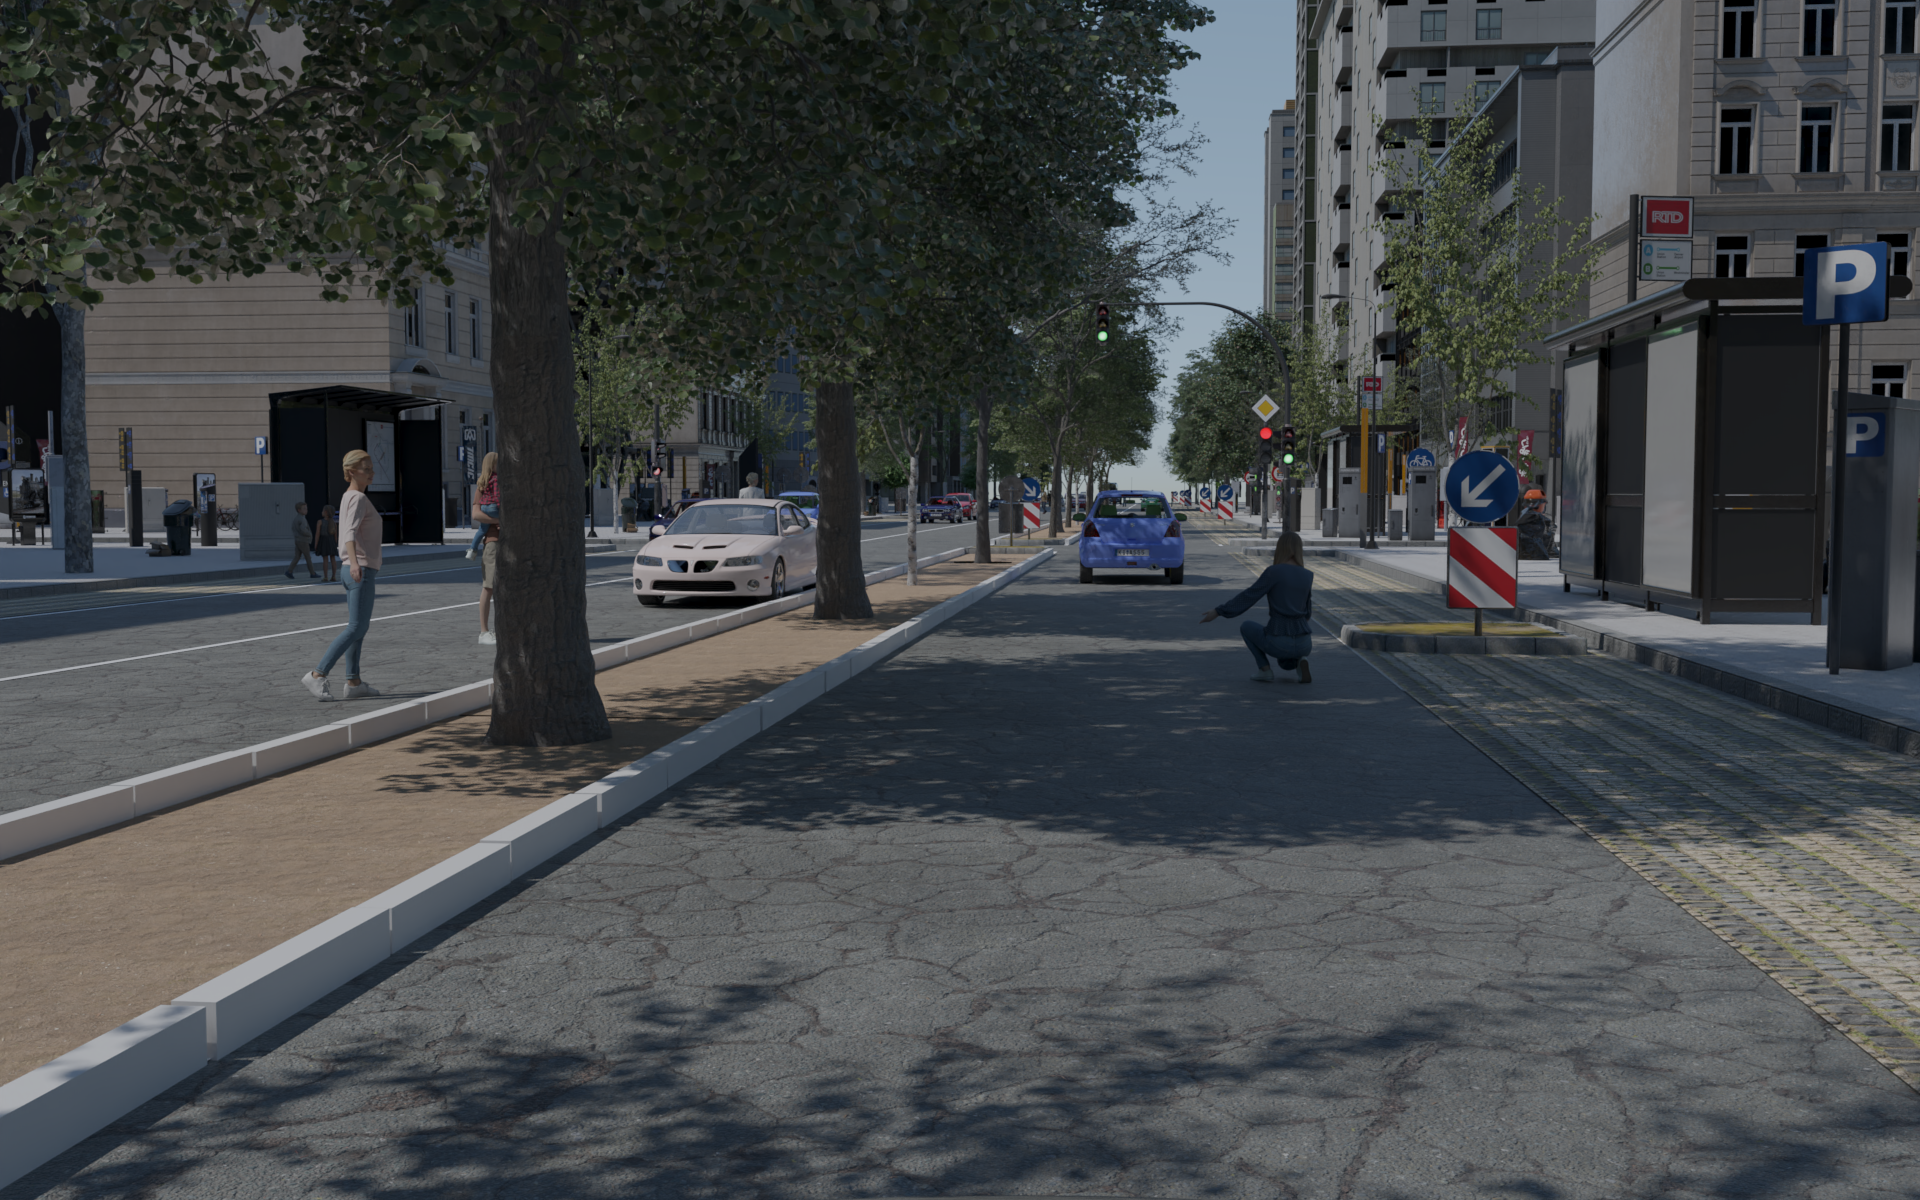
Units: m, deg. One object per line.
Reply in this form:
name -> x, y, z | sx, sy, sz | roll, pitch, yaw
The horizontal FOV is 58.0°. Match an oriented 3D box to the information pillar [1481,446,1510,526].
information pillar -> 8.227, -1.357, 26.674 | 0.304, 2.012, 0.304 | -1, 4, -23

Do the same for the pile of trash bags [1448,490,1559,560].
pile of trash bags -> 11.238, -1.542, 34.961 | 1.912, 1.369, 3.447 | 2, 4, 31

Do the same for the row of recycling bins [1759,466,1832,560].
row of recycling bins -> 12.697, -1.131, 25.613 | 1.069, 1.692, 3.534 | 0, 4, 8

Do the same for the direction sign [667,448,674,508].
direction sign -> -14.354, -5.745, 85.932 | 0.379, 3.537, 0.876 | 1, 4, 10

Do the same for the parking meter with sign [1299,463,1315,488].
parking meter with sign -> 19.318, -6.058, 95.309 | 0.543, 3.016, 1.738 | -1, 4, -16

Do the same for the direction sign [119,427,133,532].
direction sign -> -28.408, -4.101, 59.045 | 0.876, 3.537, 0.379 | 3, 4, 38

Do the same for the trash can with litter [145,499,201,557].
trash can with litter -> -16.261, -1.491, 35.761 | 0.624, 1.170, 1.055 | 1, 4, 16

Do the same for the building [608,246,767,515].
building -> -19.750, -15.390, 116.258 | 10.561, 19.102, 19.286 | 0, 4, 6

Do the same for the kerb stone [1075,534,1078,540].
kerb stone -> 3.414, -1.844, 52.337 | 0.120, 0.150, 1.000 | 0, 4, 6

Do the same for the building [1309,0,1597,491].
building -> 49.934, -35.566, 170.746 | 28.713, 52.752, 27.495 | 0, 4, 6

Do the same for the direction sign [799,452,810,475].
direction sign -> -8.311, -6.152, 92.580 | 0.379, 3.537, 0.876 | -3, 5, -42

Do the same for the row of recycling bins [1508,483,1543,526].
row of recycling bins -> 20.116, -3.427, 63.148 | 3.534, 1.692, 1.069 | -3, 5, -40

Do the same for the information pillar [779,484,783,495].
information pillar -> -12.814, -7.365, 124.909 | 0.304, 2.012, 0.304 | -3, 5, -40

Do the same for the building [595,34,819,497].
building -> -22.231, -36.665, 141.466 | 21.231, 58.520, 28.212 | 0, 4, 6

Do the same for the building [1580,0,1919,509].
building -> 36.456, -16.174, 61.710 | 25.104, 27.353, 12.463 | 0, 4, 6

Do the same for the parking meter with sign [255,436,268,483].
parking meter with sign -> -20.663, -3.480, 53.156 | 0.543, 3.016, 1.738 | 2, 4, 35

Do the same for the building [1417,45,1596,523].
building -> 33.316, -16.579, 90.134 | 14.314, 24.678, 30.058 | 0, 4, 6

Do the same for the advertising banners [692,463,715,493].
advertising banners -> -15.066, -6.335, 99.768 | 2.074, 3.025, 0.090 | -2, 4, -28

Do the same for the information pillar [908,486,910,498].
information pillar -> -3.477, -7.955, 121.424 | 0.183, 3.616, 0.504 | 2, 4, 30

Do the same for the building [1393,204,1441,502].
building -> 35.873, -17.347, 113.300 | 12.332, 23.373, 15.834 | 0, 4, 6

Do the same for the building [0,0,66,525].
building -> -46.096, -14.740, 70.671 | 15.834, 23.373, 12.332 | 0, 4, 6

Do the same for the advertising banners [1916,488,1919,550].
advertising banners -> 19.819, -2.506, 37.154 | 2.074, 3.025, 0.090 | 0, 4, 5

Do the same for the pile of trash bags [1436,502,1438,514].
pile of trash bags -> 23.311, -4.587, 84.751 | 3.447, 1.369, 1.912 | 0, 4, -7

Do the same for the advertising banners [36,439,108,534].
advertising banners -> -28.543, -3.639, 55.689 | 0.090, 3.025, 2.074 | 3, 5, 45

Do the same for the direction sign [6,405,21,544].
direction sign -> -24.418, -3.219, 44.628 | 0.379, 3.537, 0.876 | -3, 5, -39

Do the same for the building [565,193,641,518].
building -> -26.182, -13.810, 93.239 | 16.820, 18.784, 16.811 | 0, 4, 6

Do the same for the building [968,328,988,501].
building -> -3.104, -36.366, 278.183 | 14.154, 41.232, 14.086 | 0, 4, 6

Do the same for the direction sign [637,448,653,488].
direction sign -> -15.639, -5.752, 86.044 | 0.876, 3.537, 0.379 | -3, 4, -37

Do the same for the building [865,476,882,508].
building -> -24.491, -29.179, 168.951 | 32.217, 40.220, 23.993 | 0, 4, 6

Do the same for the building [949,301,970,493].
building -> -6.066, -37.558, 264.184 | 14.600, 45.320, 14.200 | 0, 4, 6

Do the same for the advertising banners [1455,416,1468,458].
advertising banners -> 11.458, -2.574, 38.274 | 0.090, 3.025, 2.074 | -1, 4, -11

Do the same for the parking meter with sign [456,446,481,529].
parking meter with sign -> -17.350, -4.067, 62.764 | 1.738, 3.016, 0.543 | 2, 4, 24

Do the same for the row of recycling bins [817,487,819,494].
row of recycling bins -> -7.599, -5.580, 98.352 | 1.069, 1.692, 3.534 | -2, 4, -28

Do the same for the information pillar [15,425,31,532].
information pillar -> -31.467, -4.086, 58.153 | 0.504, 3.616, 0.183 | -2, 4, -28

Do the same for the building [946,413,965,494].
building -> -9.979, -49.407, 246.053 | 20.563, 71.187, 20.611 | 0, 4, 6

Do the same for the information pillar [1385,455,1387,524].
information pillar -> 18.364, -5.137, 75.346 | 0.504, 3.616, 0.183 | -3, 4, -36

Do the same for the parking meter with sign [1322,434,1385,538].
parking meter with sign -> 11.478, -3.328, 50.671 | 1.738, 3.016, 0.543 | 2, 4, 35

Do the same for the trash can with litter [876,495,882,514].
trash can with litter -> -5.855, -6.091, 110.649 | 2.233, 1.210, 1.678 | -1, 4, -17

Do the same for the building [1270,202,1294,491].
building -> 50.904, -34.267, 243.852 | 14.154, 41.232, 14.086 | 0, 4, 6

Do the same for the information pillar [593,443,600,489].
information pillar -> -15.123, -4.943, 72.177 | 0.183, 3.616, 0.504 | 1, 4, 14

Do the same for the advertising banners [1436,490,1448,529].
advertising banners -> 17.767, -4.133, 63.756 | 0.090, 3.025, 2.074 | -2, 4, -34

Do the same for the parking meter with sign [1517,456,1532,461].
parking meter with sign -> 22.368, -4.479, 69.485 | 0.543, 3.016, 1.738 | 2, 4, 35

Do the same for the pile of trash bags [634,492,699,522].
pile of trash bags -> -13.760, -4.377, 81.312 | 3.447, 1.369, 1.912 | 0, 4, -8

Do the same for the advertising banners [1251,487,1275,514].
advertising banners -> 19.615, -7.026, 111.055 | 2.074, 3.025, 0.090 | 0, 4, -4

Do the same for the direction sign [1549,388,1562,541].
direction sign -> 12.825, -2.775, 37.368 | 0.379, 3.537, 0.876 | 2, 4, 33

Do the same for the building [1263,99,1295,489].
building -> 56.866, -44.183, 264.393 | 21.231, 58.520, 28.212 | 0, 4, 6

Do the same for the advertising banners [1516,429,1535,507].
advertising banners -> 14.879, -3.151, 47.707 | 0.090, 3.025, 2.074 | -3, 4, -39

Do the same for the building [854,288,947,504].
building -> -9.478, -27.973, 229.058 | 14.160, 30.474, 14.107 | 0, 4, 6

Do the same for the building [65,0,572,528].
building -> -26.194, -17.619, 73.981 | 13.634, 28.700, 20.117 | 0, 4, 6

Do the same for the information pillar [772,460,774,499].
information pillar -> -12.659, -7.700, 117.250 | 0.183, 3.616, 0.504 | 0, 4, -5

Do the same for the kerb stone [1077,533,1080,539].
kerb stone -> 3.525, -1.899, 53.353 | 0.120, 0.150, 1.000 | 0, 4, 6

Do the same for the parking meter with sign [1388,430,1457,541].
parking meter with sign -> 12.655, -3.134, 47.494 | 1.738, 3.016, 0.543 | 0, 4, 4

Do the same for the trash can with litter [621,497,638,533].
trash can with litter -> -10.905, -2.825, 57.578 | 0.624, 1.170, 1.055 | -2, 4, -24

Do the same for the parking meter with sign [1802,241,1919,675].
parking meter with sign -> 6.801, -1.012, 12.803 | 1.738, 3.016, 0.543 | -3, 5, -45

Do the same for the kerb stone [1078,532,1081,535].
kerb stone -> 3.644, -1.961, 54.370 | 0.120, 0.150, 1.000 | 0, 4, 6

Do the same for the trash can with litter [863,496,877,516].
trash can with litter -> -5.279, -5.472, 100.851 | 0.624, 1.170, 1.055 | -3, 4, -39

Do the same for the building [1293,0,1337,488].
building -> 52.362, -48.141, 225.352 | 20.563, 71.187, 20.611 | 0, 4, 6
